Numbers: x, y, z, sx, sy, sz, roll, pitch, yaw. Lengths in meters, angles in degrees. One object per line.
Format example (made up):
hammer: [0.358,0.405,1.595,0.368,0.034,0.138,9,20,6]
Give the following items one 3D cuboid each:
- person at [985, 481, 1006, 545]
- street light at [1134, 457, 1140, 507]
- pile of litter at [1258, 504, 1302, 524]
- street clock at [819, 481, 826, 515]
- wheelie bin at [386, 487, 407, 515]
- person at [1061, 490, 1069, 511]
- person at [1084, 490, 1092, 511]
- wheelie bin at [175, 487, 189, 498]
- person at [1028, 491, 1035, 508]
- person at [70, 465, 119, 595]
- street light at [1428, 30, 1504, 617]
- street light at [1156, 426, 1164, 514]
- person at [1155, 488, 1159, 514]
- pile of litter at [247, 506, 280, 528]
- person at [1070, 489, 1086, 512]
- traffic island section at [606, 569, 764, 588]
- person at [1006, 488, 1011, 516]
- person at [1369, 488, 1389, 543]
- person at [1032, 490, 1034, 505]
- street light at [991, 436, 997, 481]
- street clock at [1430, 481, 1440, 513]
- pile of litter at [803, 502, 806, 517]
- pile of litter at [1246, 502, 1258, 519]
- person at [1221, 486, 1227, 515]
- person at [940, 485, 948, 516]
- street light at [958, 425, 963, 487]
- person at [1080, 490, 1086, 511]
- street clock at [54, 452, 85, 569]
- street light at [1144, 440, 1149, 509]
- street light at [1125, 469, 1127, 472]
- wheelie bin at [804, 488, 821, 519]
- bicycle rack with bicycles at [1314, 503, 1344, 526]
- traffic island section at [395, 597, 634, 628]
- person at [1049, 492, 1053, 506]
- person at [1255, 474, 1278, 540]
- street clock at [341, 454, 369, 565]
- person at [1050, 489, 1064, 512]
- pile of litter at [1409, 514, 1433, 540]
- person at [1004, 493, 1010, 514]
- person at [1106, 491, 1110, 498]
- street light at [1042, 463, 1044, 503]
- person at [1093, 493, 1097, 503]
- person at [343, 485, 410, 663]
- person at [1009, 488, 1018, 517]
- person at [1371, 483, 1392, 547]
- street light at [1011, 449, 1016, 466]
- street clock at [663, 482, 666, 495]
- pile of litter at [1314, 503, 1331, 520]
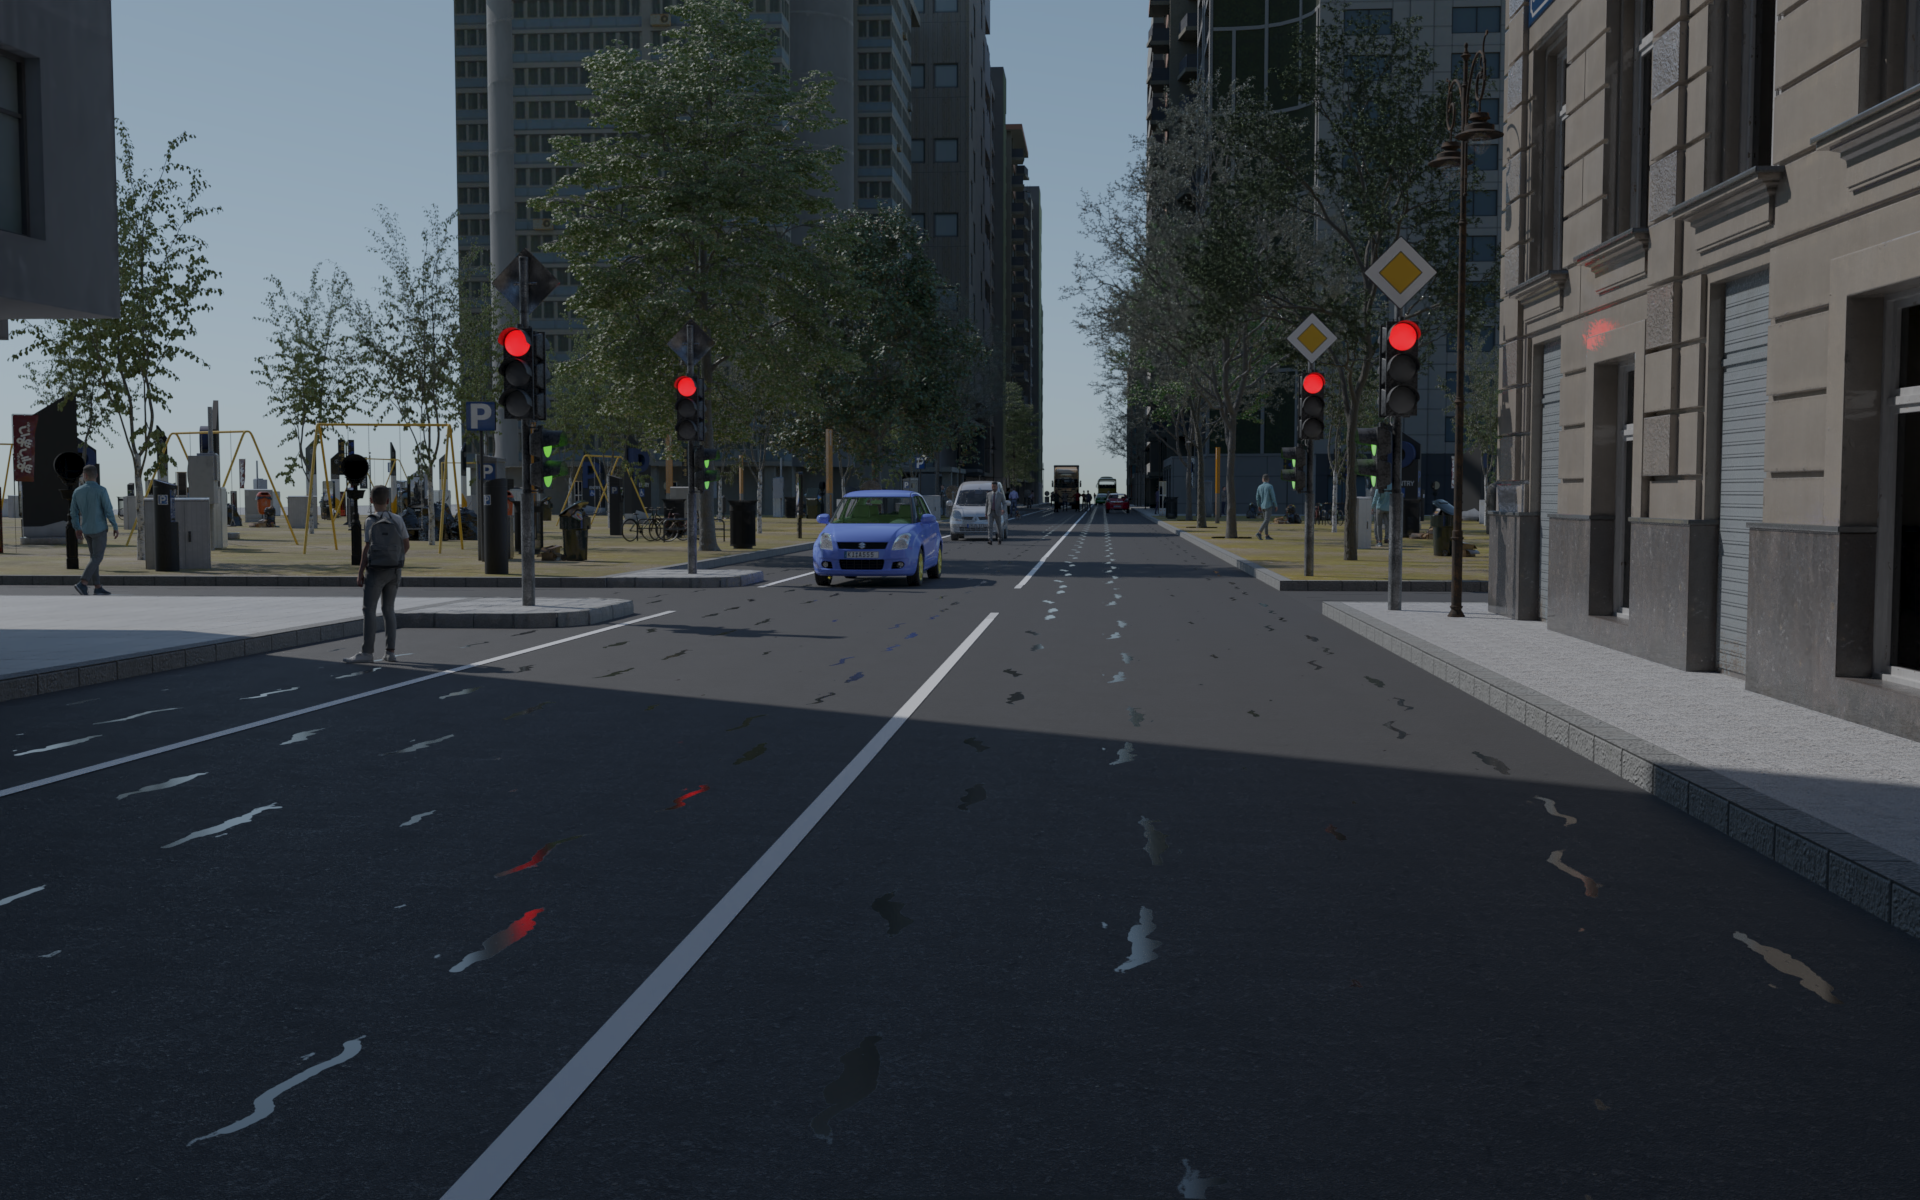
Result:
person: [1.001,-2.459,48.972,0.678,1.792,0.850,1,4,15]
street light: [19.848,-13.682,196.481,0.468,5.910,1.993,0,4,5]
pile of litter: [14.015,-3.708,74.584,1.719,0.858,1.176,-2,4,-26]
street clock: [-7.913,-5.810,99.563,0.358,2.002,0.471,1,4,18]
wheelie bin: [-26.797,-4.517,81.760,0.693,1.594,0.980,3,5,41]
person: [8.716,-8.224,143.499,0.617,1.759,0.750,0,4,7]
person: [10.472,-8.157,142.396,0.617,1.759,0.750,2,4,32]
wheelie bin: [-34.858,-4.285,77.960,0.980,1.594,0.693,2,4,32]
person: [6.508,-9.218,160.149,0.756,1.711,0.436,0,4,5]
person: [-12.206,-0.973,24.271,0.638,1.841,0.748,1,4,21]
street light: [5.183,-2.760,17.913,0.468,5.910,1.993,0,4,5]
street light: [13.033,-8.584,113.133,0.468,5.910,1.993,0,4,5]
person: [12.574,-6.255,109.231,0.530,1.710,0.541,-3,4,-37]
pile of litter: [-26.778,-3.219,66.590,1.176,0.858,1.719,-1,4,-17]
person: [9.490,-8.016,139.500,1.348,1.831,0.705,1,4,10]
traffic island section: [-4.329,-0.344,27.904,2.009,0.180,2.903,0,4,5]
person: [3.244,-6.557,115.335,0.705,1.869,1.348,-1,4,-12]
person: [10.999,-2.377,45.111,0.606,1.804,0.583,-1,4,-20]
person: [8.540,-12.170,205.728,0.721,1.736,1.217,0,4,0]
street light: [2.659,-10.039,136.920,0.468,5.910,1.993,0,4,5]
street clock: [26.722,-5.680,97.433,0.471,2.002,0.358,-1,4,-9]
pile of litter: [-9.242,-5.203,99.031,1.176,0.858,1.719,0,4,-6]
pile of litter: [15.669,-4.724,91.194,1.176,0.858,1.719,3,4,38]
person: [16.136,-6.020,105.008,0.750,1.759,0.617,3,4,37]
person: [-0.927,-5.939,102.949,0.655,1.846,0.447,2,4,33]
street light: [-0.013,-8.070,104.739,0.468,5.910,1.993,0,4,5]
person: [10.396,-8.312,144.925,1.217,1.766,0.721,-1,4,-13]
street clock: [-15.190,-1.530,29.588,0.471,2.002,0.358,-2,4,-30]
street light: [15.581,-10.553,145.334,0.468,5.910,1.993,0,4,5]
street light: [25.098,-17.596,260.489,0.468,5.910,1.993,0,4,5]
wheelie bin: [-7.615,-5.005,89.734,0.980,1.594,0.693,1,4,15]
bicycle rack with bicycles: [15.747,-3.540,71.258,2.852,0.926,2.925,1,4,9]
traffic island section: [-4.984,0.143,19.945,2.009,0.180,2.903,0,4,5]
person: [10.695,-11.859,203.856,0.415,1.643,0.593,-2,4,-32]
person: [8.508,-2.603,48.469,0.748,1.841,0.638,-2,4,-28]
street clock: [-10.890,-1.630,31.222,0.471,2.002,0.358,-1,4,-16]
person: [7.546,-7.754,135.417,1.348,1.807,0.705,-3,4,-36]
pile of litter: [13.399,-2.158,49.244,1.176,0.858,1.719,0,4,4]
person: [3.313,-6.879,120.992,1.348,1.821,0.705,0,4,1]
person: [15.007,-10.067,173.828,0.721,1.736,1.217,-2,4,-30]
street light: [12.197,-17.172,253.549,0.468,5.910,1.993,0,4,5]
person: [20.347,-15.353,260.986,0.593,1.643,0.415,-3,5,-43]
person: [-4.967,-0.226,14.796,0.523,1.515,0.503,0,4,4]
person: [3.394,-6.083,107.831,0.709,1.838,0.599,1,4,16]
person: [10.309,-2.211,42.055,0.638,1.841,0.748,0,4,-6]
street light: [5.272,-11.993,168.867,0.468,5.910,1.993,0,4,5]
street clock: [-17.672,-6.120,104.628,0.471,2.002,0.358,2,4,34]
pile of litter: [17.812,-4.346,85.027,1.176,0.858,1.719,-2,4,-26]
